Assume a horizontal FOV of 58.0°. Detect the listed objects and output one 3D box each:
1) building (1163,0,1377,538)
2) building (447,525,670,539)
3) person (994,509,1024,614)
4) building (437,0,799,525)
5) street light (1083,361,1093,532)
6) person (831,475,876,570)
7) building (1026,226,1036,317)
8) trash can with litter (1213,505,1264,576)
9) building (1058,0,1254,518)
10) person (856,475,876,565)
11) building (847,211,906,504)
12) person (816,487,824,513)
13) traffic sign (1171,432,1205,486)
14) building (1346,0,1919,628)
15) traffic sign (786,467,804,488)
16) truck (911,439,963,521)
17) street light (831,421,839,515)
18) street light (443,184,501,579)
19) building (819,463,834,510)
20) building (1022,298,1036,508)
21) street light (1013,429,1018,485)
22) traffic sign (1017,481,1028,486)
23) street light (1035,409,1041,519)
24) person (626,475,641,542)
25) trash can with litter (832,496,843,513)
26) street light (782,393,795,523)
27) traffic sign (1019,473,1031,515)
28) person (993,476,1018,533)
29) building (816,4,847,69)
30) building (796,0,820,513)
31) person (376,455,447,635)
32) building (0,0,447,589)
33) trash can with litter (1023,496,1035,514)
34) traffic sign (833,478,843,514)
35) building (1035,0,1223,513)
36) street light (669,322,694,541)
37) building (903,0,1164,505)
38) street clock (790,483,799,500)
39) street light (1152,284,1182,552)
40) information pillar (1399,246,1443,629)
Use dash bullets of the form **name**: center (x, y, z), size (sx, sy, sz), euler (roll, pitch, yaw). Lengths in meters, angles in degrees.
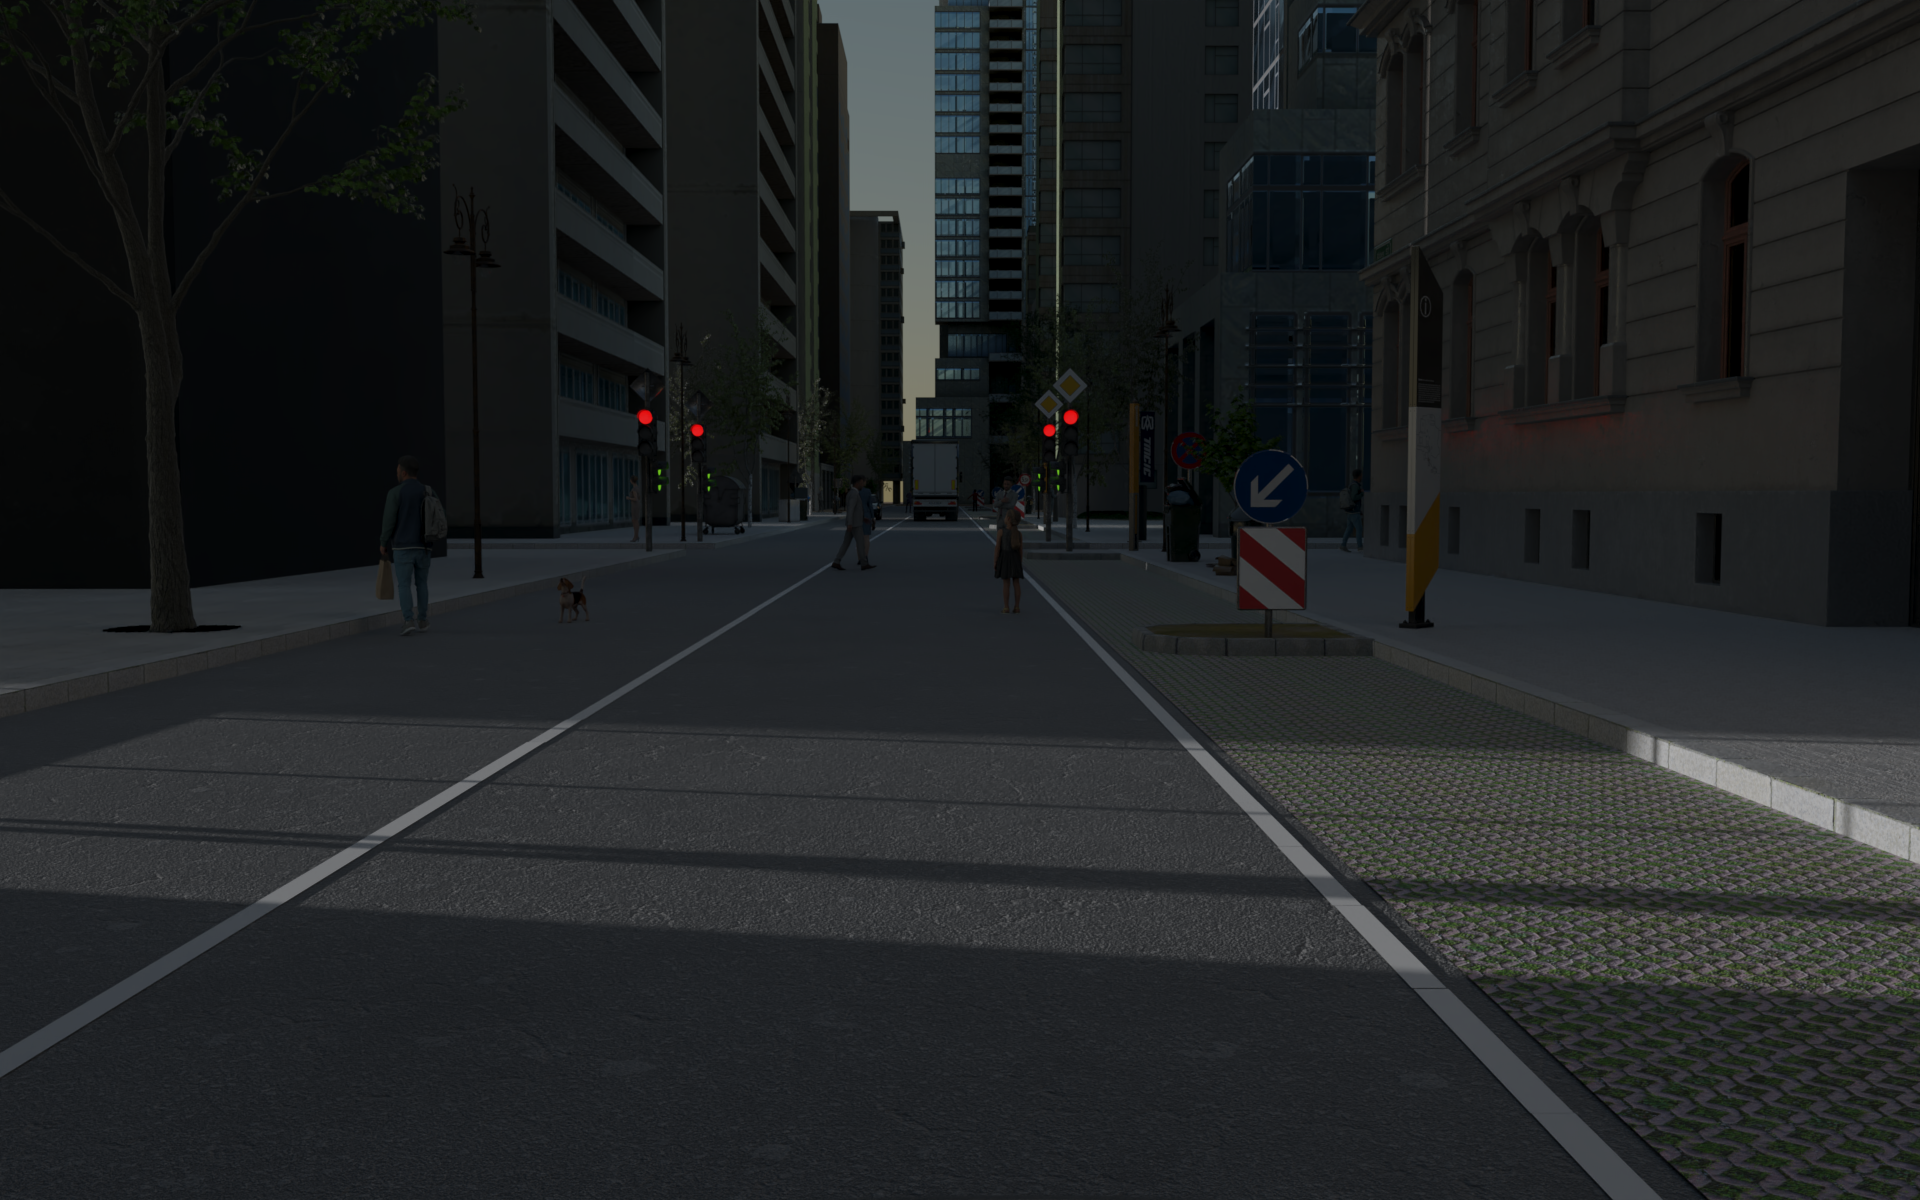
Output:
- **building**: center (22.976, -45.669, 59.353), size (31.000, 86.520, 22.319), euler (0, 4, 0)
- **building**: center (-22.379, -26.598, 58.578), size (21.300, 48.544, 21.600), euler (0, 4, 0)
- **person**: center (0.581, -0.465, 20.776), size (0.362, 1.253, 0.373), euler (-1, 4, -14)
- **building**: center (-19.880, -28.406, 88.142), size (21.300, 48.544, 21.600), euler (0, 4, 0)
- **street light**: center (4.338, -5.252, 58.654), size (0.468, 5.910, 1.993), euler (0, 4, 0)
- **person**: center (-1.999, -1.451, 32.494), size (0.850, 1.792, 0.678), euler (-1, 4, -13)
- **building**: center (14.048, -25.456, 187.911), size (14.160, 30.474, 14.107), euler (0, 4, 0)
- **trash can with litter**: center (4.479, -0.986, 27.509), size (0.624, 1.170, 1.055), euler (3, 4, 37)
- **building**: center (12.460, -25.422, 99.236), size (14.154, 41.232, 14.086), euler (0, 4, 0)
- **person**: center (-1.987, -1.610, 34.853), size (0.581, 1.822, 0.654), euler (0, 4, 0)
- **building**: center (-19.144, -32.507, 223.376), size (23.993, 40.220, 32.217), euler (0, 4, 0)
- **person**: center (-9.715, -6.970, 120.182), size (0.526, 1.800, 0.537), euler (0, 4, -7)
- **traffic sign**: center (4.696, -2.161, 35.434), size (0.768, 2.556, 0.104), euler (1, 4, 9)
- **building**: center (14.511, -14.432, 23.353), size (14.401, 28.519, 23.554), euler (0, 4, 0)
- **traffic sign**: center (-8.020, -5.159, 84.355), size (0.884, 2.594, 0.081), euler (0, 4, 6)
- **truck**: center (-1.279, -6.452, 94.406), size (2.839, 4.237, 11.283), euler (0, 3, 0)
- **street light**: center (-7.832, -8.294, 108.387), size (0.468, 5.910, 1.993), euler (0, 4, 0)
- **street light**: center (-7.334, -3.267, 26.203), size (0.468, 5.910, 1.993), euler (0, 4, 0)
- **building**: center (-21.203, -43.215, 144.821), size (20.563, 71.187, 20.611), euler (0, 4, 0)
- **building**: center (20.369, -19.617, 165.777), size (27.650, 21.520, 28.899), euler (0, 4, 0)
- **street light**: center (3.845, -9.059, 120.906), size (0.468, 5.910, 1.993), euler (0, 4, 0)
- **traffic sign**: center (4.209, -7.198, 117.685), size (0.884, 2.594, 0.081), euler (0, 3, 0)
- **street light**: center (4.065, -7.135, 89.441), size (0.468, 5.910, 1.993), euler (0, 4, 0)
- **person**: center (-8.721, -2.442, 46.312), size (0.374, 1.781, 0.599), euler (0, 4, 0)
- **trash can with litter**: center (-8.156, -6.397, 115.985), size (0.624, 1.170, 1.055), euler (-2, 4, -31)
- **street light**: center (-7.683, -6.410, 77.599), size (0.468, 5.910, 1.993), euler (0, 4, 0)
- **traffic sign**: center (4.023, -6.546, 107.130), size (0.768, 2.556, 0.104), euler (0, 4, 3)
- **person**: center (0.934, -1.650, 35.652), size (0.511, 1.800, 0.466), euler (1, 4, 14)
- **building**: center (-17.835, -31.375, 163.083), size (14.600, 45.320, 14.200), euler (0, 4, 0)
- **building**: center (-18.011, -27.198, 128.281), size (14.154, 41.232, 14.086), euler (0, 4, 0)
- **person**: center (-5.649, -0.562, 17.681), size (0.794, 1.824, 0.713), euler (-1, 4, -22)
- **building**: center (-18.398, -12.171, 28.680), size (15.834, 23.373, 12.332), euler (0, 4, 0)
- **trash can with litter**: center (4.197, -6.016, 109.745), size (0.624, 1.170, 1.055), euler (3, 5, 45)
- **traffic sign**: center (-7.961, -6.775, 112.904), size (0.606, 2.300, 0.079), euler (0, 4, 3)
- **building**: center (13.231, -28.139, 143.669), size (14.154, 41.232, 14.086), euler (0, 4, 0)
- **street light**: center (-7.502, -4.527, 46.811), size (0.468, 5.910, 1.993), euler (0, 4, 0)
- **building**: center (8.515, -55.356, 217.743), size (31.000, 86.520, 22.319), euler (0, 4, 0)
- **street clock**: center (-8.193, -4.951, 85.517), size (0.471, 2.002, 0.358), euler (0, 4, 2)
- **street light**: center (4.563, -4.008, 38.323), size (0.468, 5.910, 1.993), euler (0, 4, 0)
- **information pillar**: center (4.445, -1.544, 16.595), size (0.183, 3.616, 0.504), euler (3, 5, 44)
